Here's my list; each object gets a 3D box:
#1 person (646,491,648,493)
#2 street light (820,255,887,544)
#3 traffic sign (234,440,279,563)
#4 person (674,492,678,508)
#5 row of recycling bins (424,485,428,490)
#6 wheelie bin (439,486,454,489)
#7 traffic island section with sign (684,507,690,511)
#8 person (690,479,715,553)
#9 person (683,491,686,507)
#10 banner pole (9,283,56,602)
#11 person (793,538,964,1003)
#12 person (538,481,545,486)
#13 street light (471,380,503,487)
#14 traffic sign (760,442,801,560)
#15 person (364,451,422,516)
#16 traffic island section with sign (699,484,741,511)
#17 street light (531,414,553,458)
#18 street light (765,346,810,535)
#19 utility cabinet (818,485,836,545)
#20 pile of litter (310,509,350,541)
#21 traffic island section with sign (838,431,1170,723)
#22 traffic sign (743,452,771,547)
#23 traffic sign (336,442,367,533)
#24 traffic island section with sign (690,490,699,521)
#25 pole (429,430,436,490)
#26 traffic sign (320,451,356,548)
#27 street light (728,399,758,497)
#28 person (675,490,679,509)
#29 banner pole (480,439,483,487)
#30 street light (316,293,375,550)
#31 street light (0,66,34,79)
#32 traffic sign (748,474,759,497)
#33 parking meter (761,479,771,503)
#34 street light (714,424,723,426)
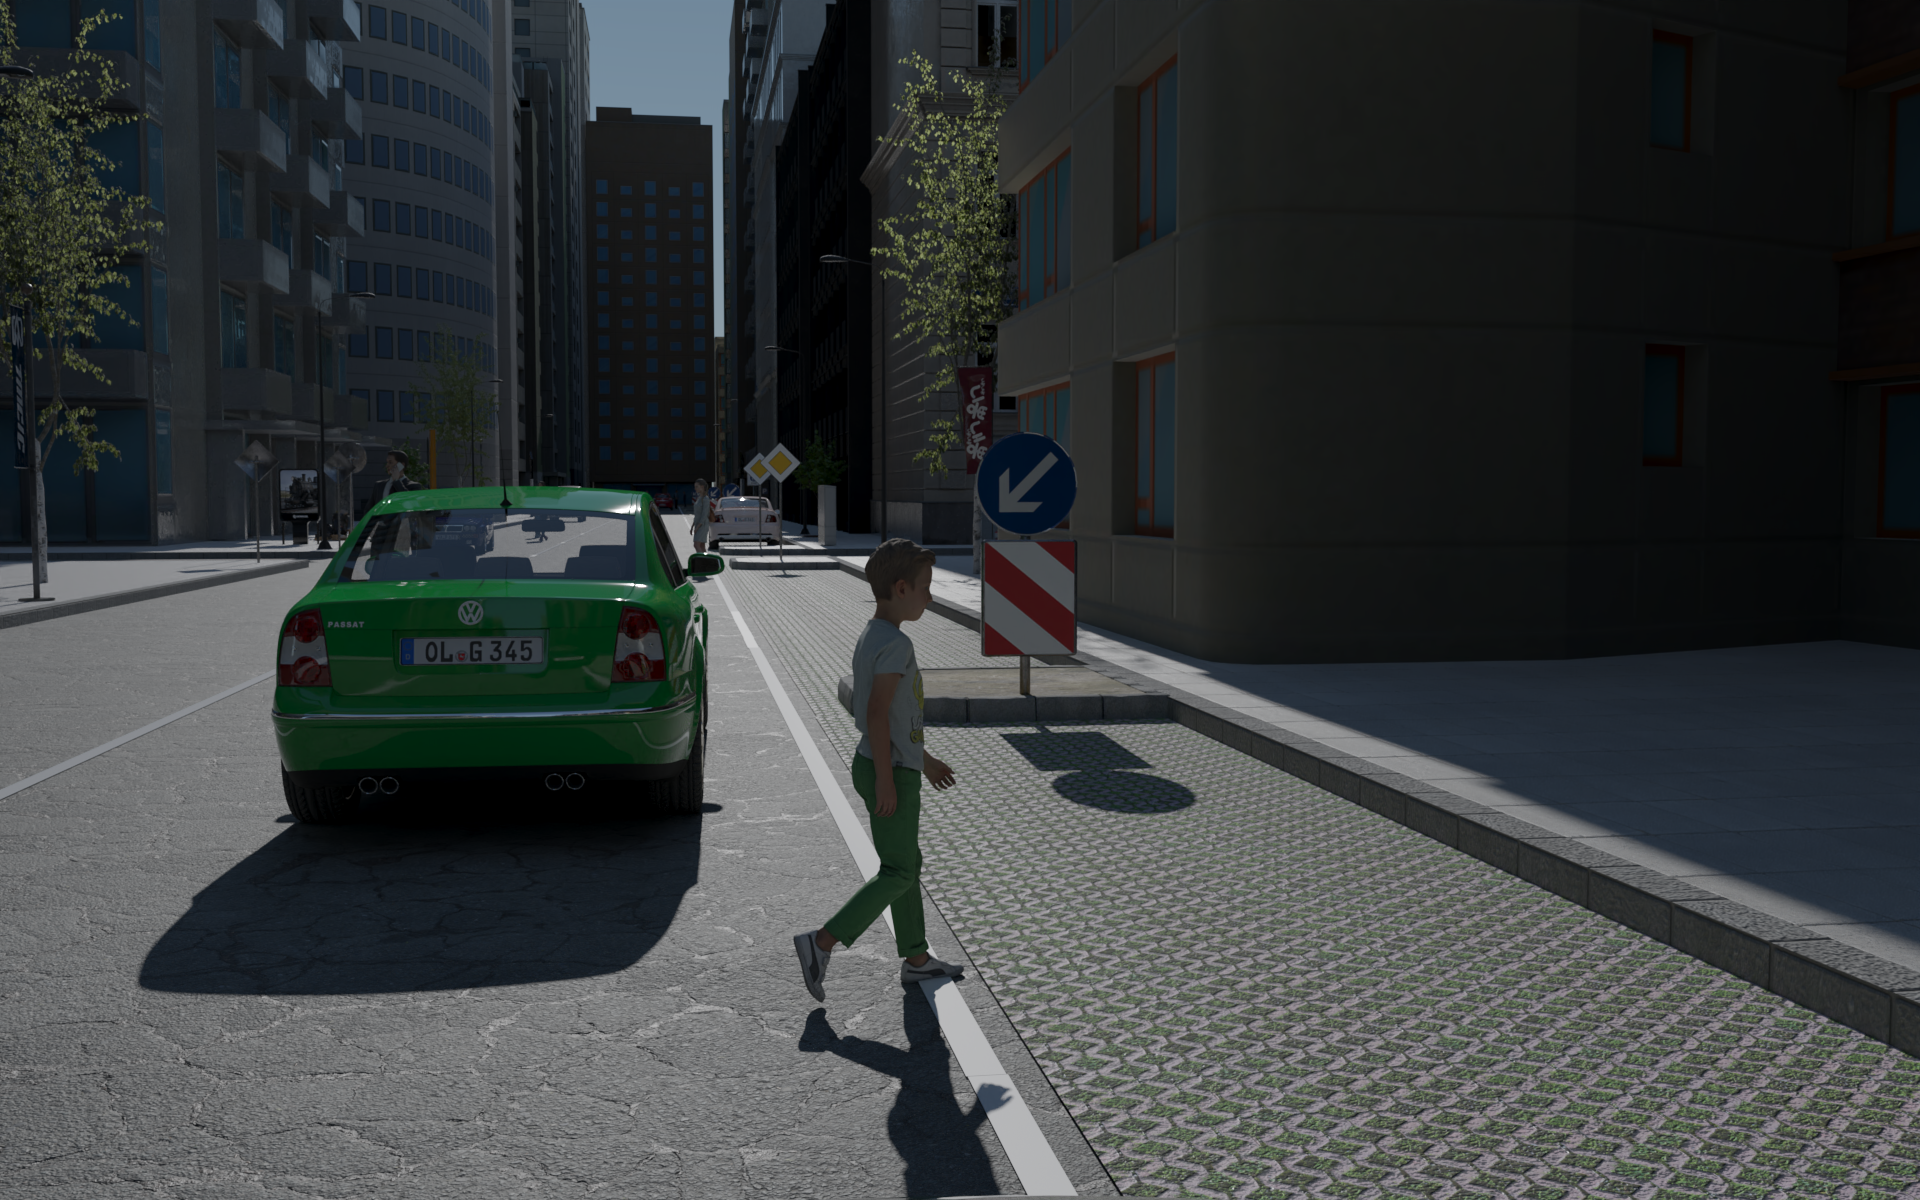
[{"bbox_3d":[-26.096,-8.245,144.244,0.436,1.711,0.756,0,4,7],"label":"person"},{"bbox_3d":[-2.033,-3.757,33.964,1.470,5.913,1.316,-1,4,-9],"label":"street light"},{"bbox_3d":[-13.066,-1.747,32.206,0.795,2.450,0.064,-1,4,-9],"label":"traffic sign"},{"bbox_3d":[-29.042,-10.258,177.136,0.541,1.710,0.530,-2,4,-27],"label":"person"},{"bbox_3d":[-24.620,-4.302,77.458,1.069,1.692,3.534,-3,5,-44],"label":"row of recycling bins"},{"bbox_3d":[-21.264,-3.898,71.641,0.980,1.594,0.693,-3,4,-39],"label":"wheelie bin"},{"bbox_3d":[-21.527,-8.182,142.399,1.989,1.847,2.006,-1,4,-9],"label":"traffic island section with sign"},{"bbox_3d":[-4.631,-1.317,31.029,0.522,1.701,0.512,-2,4,-30],"label":"person"},{"bbox_3d":[-28.016,-10.201,176.210,0.530,1.710,0.541,1,4,18],"label":"person"},{"bbox_3d":[-11.048,-1.863,20.476,0.401,3.779,0.863,-1,4,-11],"label":"banner pole"},{"bbox_3d":[-0.233,0.476,4.973,0.590,1.304,0.306,-2,4,-34],"label":"person"},{"bbox_3d":[-12.903,-2.743,53.353,0.555,1.821,0.388,0,4,-4],"label":"person"},{"bbox_3d":[-19.239,-5.984,70.376,1.470,5.913,1.316,-1,4,-9],"label":"street light"},{"bbox_3d":[-3.499,-1.843,33.770,0.795,2.450,0.064,-1,4,-9],"label":"traffic sign"},{"bbox_3d":[-6.175,-0.668,18.786,0.648,1.900,0.474,0,4,-8],"label":"person"},{"bbox_3d":[-8.870,-3.531,66.358,1.989,1.847,2.006,-1,4,-9],"label":"traffic island section with sign"},{"bbox_3d":[-24.404,-7.861,101.072,1.470,5.913,1.316,-1,4,-9],"label":"street light"},{"bbox_3d":[-5.453,-5.026,54.722,1.470,5.913,1.316,-1,4,-9],"label":"street light"},{"bbox_3d":[-3.314,-2.120,43.336,0.318,1.500,1.173,-1,4,-12],"label":"utility cabinet"},{"bbox_3d":[-17.107,-2.084,48.032,1.719,0.858,1.176,-1,4,-11],"label":"pile of litter"},{"bbox_3d":[0.199,-0.191,11.755,1.989,1.847,2.006,-1,4,-9],"label":"traffic island section with sign"},{"bbox_3d":[-4.809,-2.324,41.647,0.795,2.450,0.064,-1,4,-9],"label":"traffic sign"},{"bbox_3d":[-14.840,-2.575,42.211,0.768,2.556,0.104,0,4,-3],"label":"traffic sign"},{"bbox_3d":[-13.339,-5.169,93.141,1.989,1.847,2.006,-1,4,-9],"label":"traffic island section with sign"},{"bbox_3d":[-16.698,-3.734,54.896,0.158,3.312,0.155,0,3,0],"label":"pole"},{"bbox_3d":[-14.376,-2.229,40.083,0.795,2.450,0.064,-1,4,-9],"label":"traffic sign"},{"bbox_3d":[-10.543,-6.893,85.247,1.470,5.913,1.316,-1,4,-9],"label":"street light"},{"bbox_3d":[-27.074,-9.610,165.605,0.705,1.826,1.348,0,4,-1],"label":"person"},{"bbox_3d":[-21.816,-5.444,79.020,0.401,3.779,0.863,-1,4,-19],"label":"banner pole"},{"bbox_3d":[-14.191,-4.129,40.050,1.470,5.913,1.316,-1,4,-9],"label":"street light"},{"bbox_3d":[-10.757,-2.834,18.880,1.470,5.913,1.316,-1,4,-9],"label":"street light"},{"bbox_3d":[-9.923,-4.969,83.376,0.606,2.300,0.079,0,4,-5],"label":"traffic sign"},{"bbox_3d":[-7.687,-3.829,68.309,0.399,1.863,0.255,0,4,7],"label":"parking meter"},{"bbox_3d":[-15.678,-8.736,115.367,1.470,5.913,1.316,-1,4,-9],"label":"street light"}]
